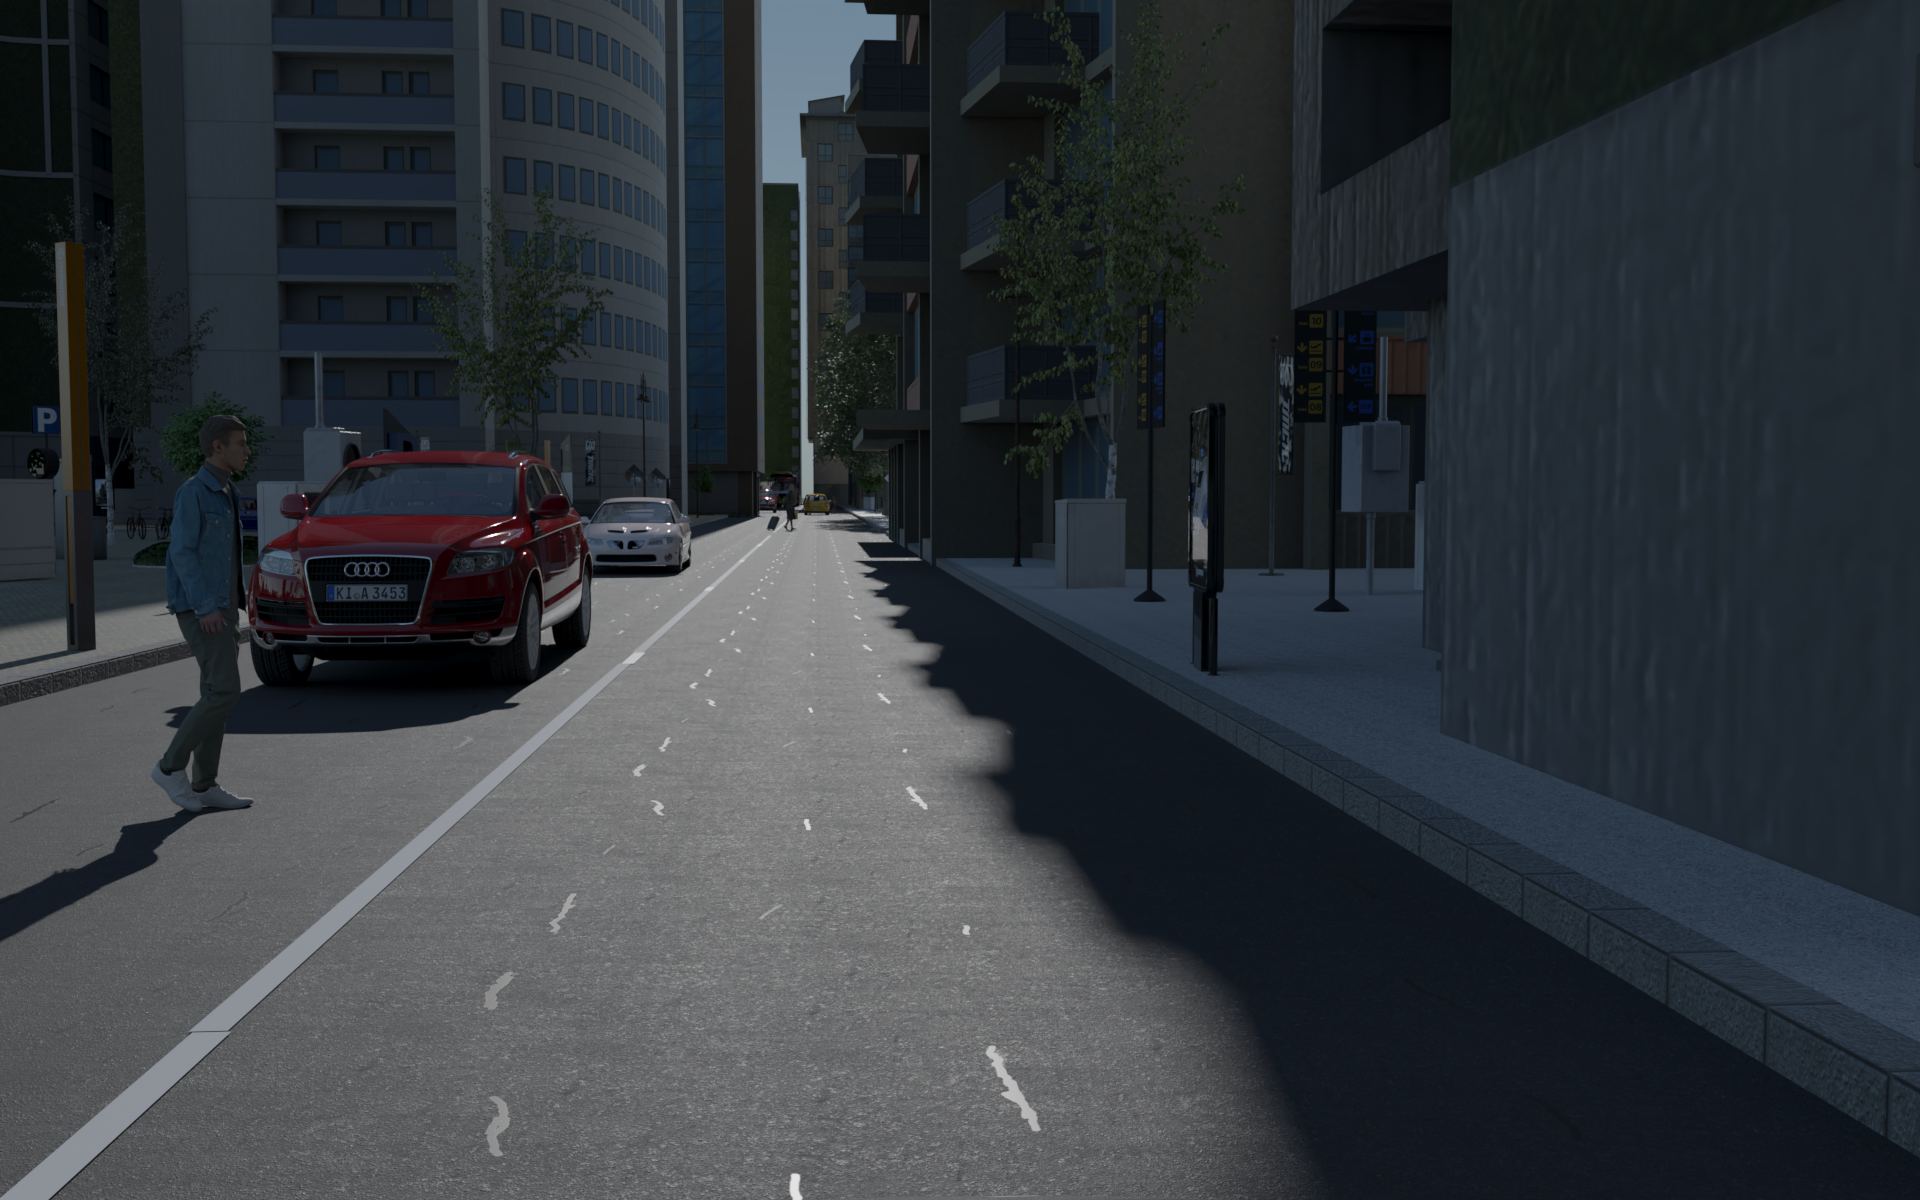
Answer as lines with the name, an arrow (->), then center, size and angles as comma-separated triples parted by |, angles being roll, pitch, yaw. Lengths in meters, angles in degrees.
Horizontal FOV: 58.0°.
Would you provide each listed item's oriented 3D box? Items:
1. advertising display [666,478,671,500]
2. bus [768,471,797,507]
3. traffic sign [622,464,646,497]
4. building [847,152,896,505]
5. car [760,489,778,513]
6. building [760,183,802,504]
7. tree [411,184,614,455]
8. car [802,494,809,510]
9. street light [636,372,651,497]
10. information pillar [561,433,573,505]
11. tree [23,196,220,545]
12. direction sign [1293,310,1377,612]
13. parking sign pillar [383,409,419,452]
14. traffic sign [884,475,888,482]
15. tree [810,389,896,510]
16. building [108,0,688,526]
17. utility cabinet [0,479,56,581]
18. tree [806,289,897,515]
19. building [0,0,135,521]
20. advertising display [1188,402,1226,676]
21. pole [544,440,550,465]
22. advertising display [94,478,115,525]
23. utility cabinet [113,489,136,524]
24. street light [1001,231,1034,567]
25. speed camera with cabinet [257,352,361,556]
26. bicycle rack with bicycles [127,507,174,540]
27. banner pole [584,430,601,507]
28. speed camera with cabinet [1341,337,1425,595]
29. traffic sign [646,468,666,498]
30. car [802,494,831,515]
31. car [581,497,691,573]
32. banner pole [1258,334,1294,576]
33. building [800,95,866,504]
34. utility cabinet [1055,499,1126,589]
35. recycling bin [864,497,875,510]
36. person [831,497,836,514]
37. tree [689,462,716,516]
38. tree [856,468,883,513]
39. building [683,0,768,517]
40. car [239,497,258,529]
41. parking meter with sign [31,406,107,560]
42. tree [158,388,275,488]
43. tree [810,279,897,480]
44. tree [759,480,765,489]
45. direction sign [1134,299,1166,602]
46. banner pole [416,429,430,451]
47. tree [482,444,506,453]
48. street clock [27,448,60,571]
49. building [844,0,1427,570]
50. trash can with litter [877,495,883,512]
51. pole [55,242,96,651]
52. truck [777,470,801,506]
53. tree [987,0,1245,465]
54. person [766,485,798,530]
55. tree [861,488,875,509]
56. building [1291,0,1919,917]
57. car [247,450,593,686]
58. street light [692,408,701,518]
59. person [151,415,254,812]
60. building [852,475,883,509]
advertising display -> -11.918, -4.013, 70.825 | 0.123, 1.923, 0.974 | 0, 4, -6
bus -> -19.334, -12.119, 189.699 | 2.896, 3.916, 12.252 | 0, 4, -4
traffic sign -> -10.876, -3.313, 57.815 | 0.795, 2.450, 0.064 | 0, 4, -5
building -> -6.650, -32.214, 210.292 | 14.154, 41.232, 14.086 | 0, 4, -5
car -> -15.087, -7.598, 132.902 | 2.281, 1.827, 5.304 | 0, 4, -6
building -> -28.110, -33.396, 229.611 | 14.086, 41.232, 14.154 | 0, 4, -5
tree -> -10.301, -5.510, 40.455 | 4.737, 8.622, 4.395 | 0, 3, 0
car -> -13.690, -9.237, 160.810 | 2.009, 1.686, 4.222 | 0, 4, -4
street light -> -12.024, -5.696, 65.923 | 0.468, 5.910, 1.993 | 0, 4, -5
information pillar -> -15.148, -4.612, 66.765 | 0.504, 3.616, 0.183 | 2, 4, 27
tree -> -21.295, -5.706, 43.657 | 4.360, 8.622, 3.978 | 0, 3, 0
direction sign -> 4.079, -1.645, 18.896 | 0.876, 3.537, 0.379 | 1, 4, 8
parking sign pillar -> -17.742, -4.081, 55.188 | 1.447, 3.967, 1.447 | 1, 4, 23
traffic sign -> -2.517, -3.844, 66.494 | 0.795, 2.450, 0.064 | 0, 4, -5
tree -> -8.408, -13.217, 141.847 | 9.928, 11.665, 9.643 | 0, 3, 0
building -> -24.800, -33.026, 81.976 | 21.231, 58.520, 28.212 | 0, 4, -5
utility cabinet -> -13.994, -1.039, 25.665 | 0.318, 1.500, 1.173 | 1, 4, 14
tree -> -4.299, -12.061, 103.858 | 9.857, 13.997, 8.962 | 0, 3, 0
building -> -47.032, -38.746, 71.756 | 20.611, 71.187, 20.563 | 0, 4, -5
advertising display -> 1.790, -0.453, 12.620 | 0.123, 1.923, 0.974 | 0, 4, 0
pole -> -15.603, -4.387, 65.571 | 0.158, 3.312, 0.155 | 0, 3, 0
advertising display -> -35.119, -4.032, 71.135 | 0.974, 1.923, 0.123 | 1, 4, 22
utility cabinet -> -35.580, -3.976, 73.689 | 0.318, 1.500, 1.173 | 2, 4, 31
street light -> 1.012, -3.525, 30.428 | 0.468, 5.910, 1.993 | 0, 4, -5
speed camera with cabinet -> -8.828, -1.789, 23.579 | 0.660, 3.252, 2.038 | 0, 4, 5
bicycle rack with bicycles -> -22.094, -2.181, 49.037 | 2.852, 0.926, 2.925 | -3, 4, -36
banner pole -> -14.405, -4.786, 68.275 | 0.863, 3.779, 0.401 | 1, 4, 13
speed camera with cabinet -> 5.953, -1.708, 22.258 | 2.038, 3.252, 0.660 | -1, 4, -15
traffic sign -> -11.533, -3.800, 65.773 | 0.795, 2.450, 0.064 | 0, 4, -5
car -> -9.876, -6.666, 119.207 | 2.015, 1.641, 3.980 | 0, 4, -6
car -> -6.134, -1.259, 32.946 | 2.083, 1.381, 4.827 | 0, 4, -5
banner pole -> 5.065, -2.285, 27.382 | 0.401, 3.779, 0.863 | 3, 5, 41
building -> -7.965, -39.676, 237.934 | 27.495, 52.752, 28.713 | 0, 4, -5
utility cabinet -> 1.785, -0.769, 23.731 | 1.020, 1.237, 0.306 | -2, 4, -34
recycling bin -> -7.264, -7.730, 138.932 | 0.722, 1.027, 0.722 | 2, 4, 24
person -> -9.167, -6.845, 125.084 | 0.362, 1.253, 0.373 | 0, 4, -4
tree -> -15.263, -6.703, 104.192 | 1.663, 3.219, 1.824 | 0, 3, 0
tree -> -6.406, -9.214, 134.363 | 4.285, 4.588, 4.351 | 0, 3, 0
building -> -19.928, -28.252, 112.030 | 14.600, 45.320, 14.200 | 0, 4, -5
car -> -24.886, -2.996, 61.569 | 3.894, 1.354, 1.945 | 0, 4, -3
parking meter with sign -> -17.452, -2.310, 34.037 | 1.738, 3.016, 0.543 | 2, 4, 31
tree -> -23.122, -4.291, 53.869 | 4.285, 4.588, 4.351 | 0, 3, 0
tree -> -2.864, -10.246, 84.527 | 9.611, 12.733, 9.660 | 0, 3, 0
tree -> -23.541, -12.575, 200.196 | 1.663, 3.219, 1.824 | 0, 3, 0
direction sign -> 2.270, -1.751, 20.633 | 0.379, 3.537, 0.876 | -1, 4, -14
banner pole -> -20.670, -4.685, 66.623 | 0.863, 3.779, 0.401 | 2, 4, 27
tree -> -17.936, -4.398, 66.507 | 1.663, 3.219, 1.824 | 0, 3, 0
street clock -> -14.514, -1.401, 27.472 | 0.471, 2.002, 0.358 | 2, 4, 25
building -> 8.335, -23.708, 42.245 | 22.147, 44.769, 28.867 | 0, 4, -5
trash can with litter -> -5.009, -6.862, 123.248 | 2.233, 1.210, 1.678 | 0, 4, 5
pole -> -7.233, -1.243, 14.163 | 0.158, 3.312, 0.155 | 0, 3, 0
truck -> -20.207, -13.154, 203.986 | 2.839, 4.237, 11.283 | 0, 4, -3
tree -> 2.240, -4.612, 25.772 | 4.737, 8.622, 4.395 | 0, 3, 0
person -> -7.017, -3.667, 68.667 | 1.509, 1.804, 0.699 | -3, 5, -40
tree -> -7.914, -9.414, 148.512 | 1.663, 3.219, 1.824 | 0, 3, 0
building -> 9.400, -14.638, 11.033 | 14.160, 30.474, 14.107 | 0, 4, -5
car -> -4.381, -0.369, 14.714 | 2.281, 1.827, 5.304 | 0, 4, -5
street light -> -14.181, -7.380, 93.458 | 0.468, 5.910, 1.993 | 0, 4, -5
person -> -3.414, 0.063, 7.817 | 0.444, 1.785, 0.601 | 0, 4, 0
building -> 3.799, -19.613, 165.709 | 27.650, 21.520, 28.899 | 0, 4, -5
